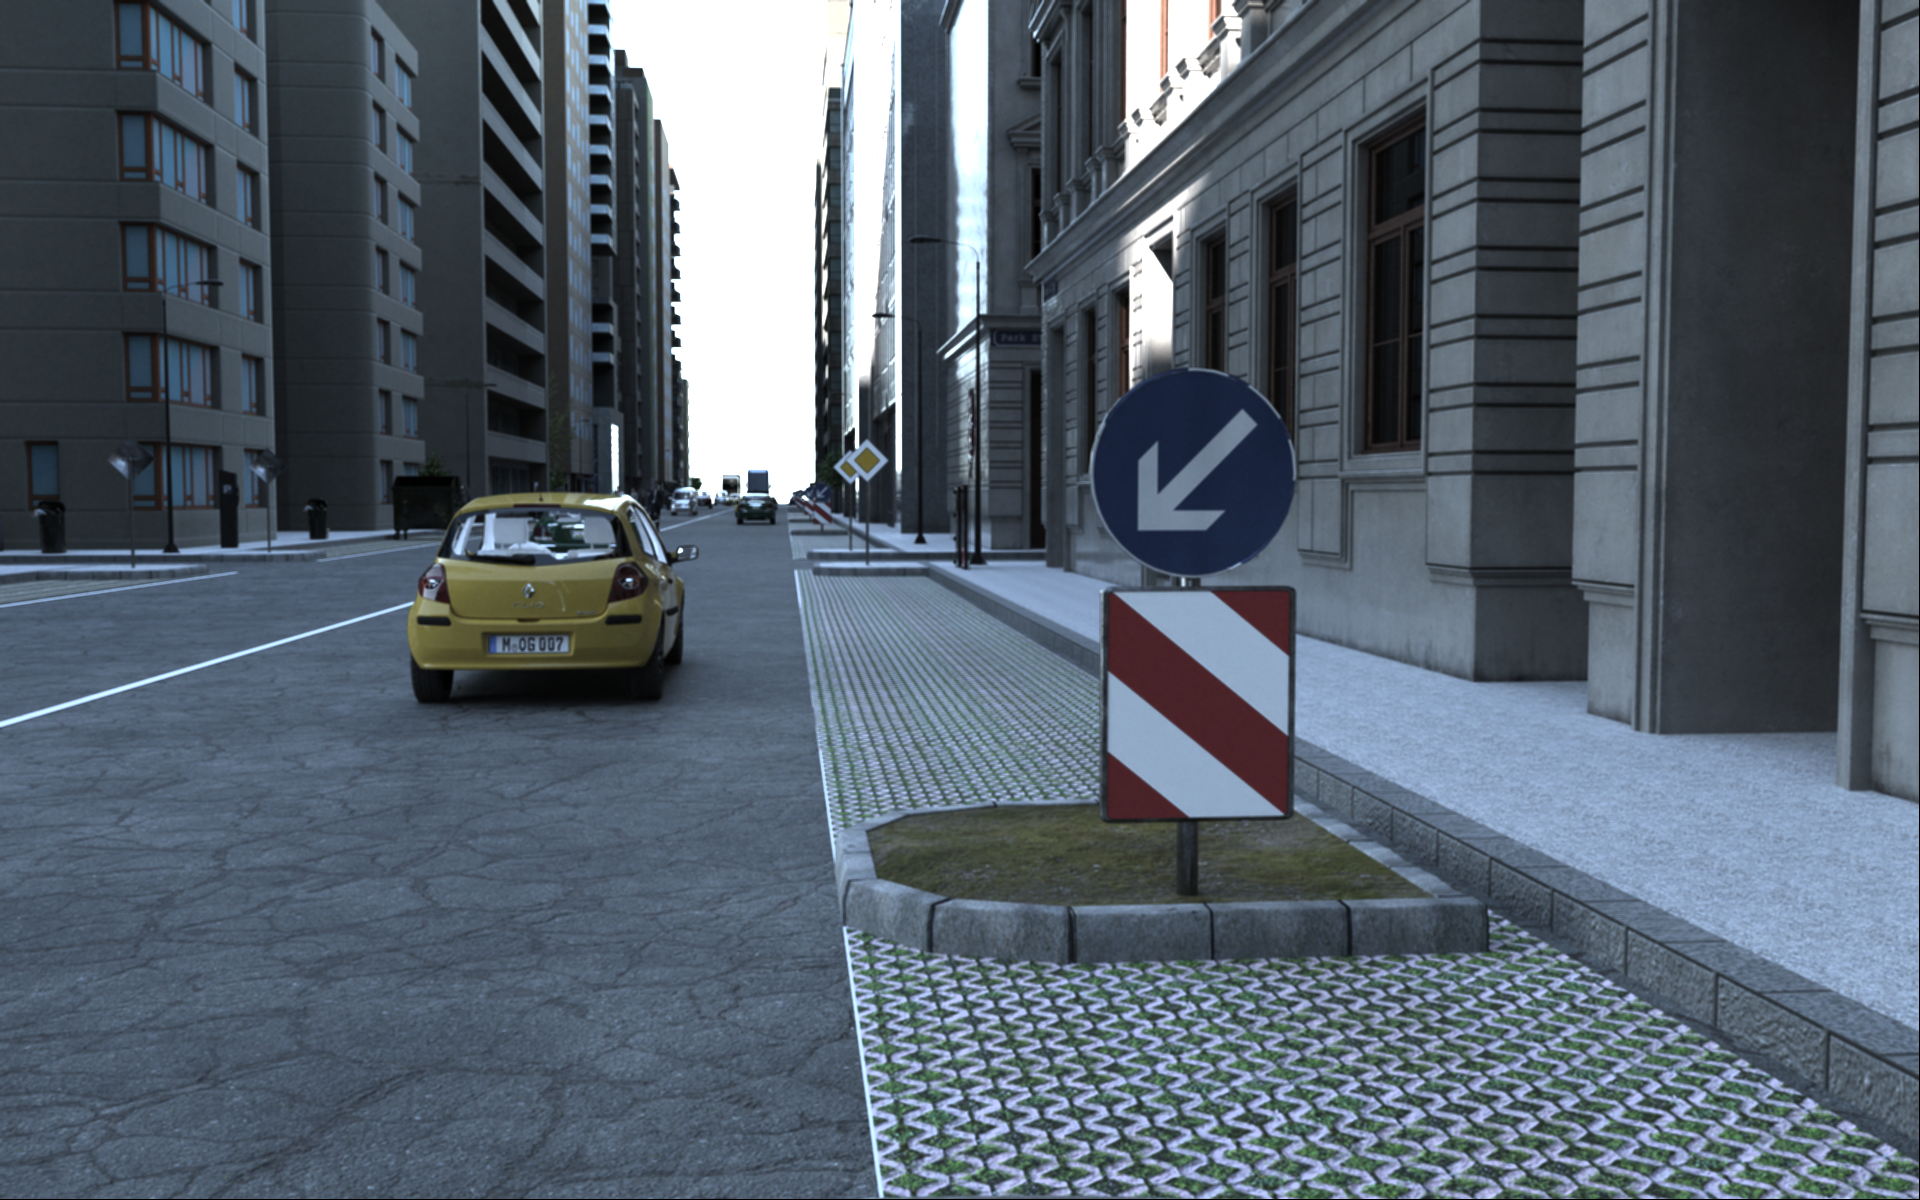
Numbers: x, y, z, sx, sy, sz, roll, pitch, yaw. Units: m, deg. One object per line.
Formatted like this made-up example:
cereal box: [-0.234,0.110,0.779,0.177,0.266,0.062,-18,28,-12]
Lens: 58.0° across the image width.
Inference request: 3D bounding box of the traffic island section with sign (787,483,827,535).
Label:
traffic island section with sign: [-4.940,-3.175,60.535,1.989,1.847,2.006,0,4,-6]

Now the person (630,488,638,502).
person: [-19.881,-5.925,105.477,0.635,1.810,0.391,2,4,28]

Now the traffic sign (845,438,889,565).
traffic sign: [-1.677,-1.691,31.283,0.795,2.450,0.064,0,4,-6]

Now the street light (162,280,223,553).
street light: [-16.662,-3.981,37.635,1.470,5.913,1.316,0,4,-6]

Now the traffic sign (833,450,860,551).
traffic sign: [-2.481,-2.176,39.228,0.795,2.450,0.064,0,4,-6]

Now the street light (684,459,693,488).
street light: [-36.308,-15.852,231.728,1.470,5.913,1.316,0,4,-6]

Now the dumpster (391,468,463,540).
dumpster: [-16.624,-3.003,54.054,1.985,2.255,1.502,0,4,-4]

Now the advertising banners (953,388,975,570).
advertising banners: [0.075,-2.042,29.580,0.090,3.025,2.074,-1,4,-8]

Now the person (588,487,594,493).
person: [-17.814,-4.534,83.226,0.643,1.750,0.593,0,4,4]

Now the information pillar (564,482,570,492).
information pillar: [-24.751,-6.398,109.091,0.304,2.012,0.304,0,4,1]

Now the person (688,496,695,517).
person: [-16.825,-5.865,108.667,0.640,1.303,0.475,2,4,34]

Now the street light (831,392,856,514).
street light: [-5.176,-6.526,79.246,1.470,5.913,1.316,0,4,-6]

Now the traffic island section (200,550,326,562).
traffic island section: [-15.185,-0.963,38.028,2.009,0.180,2.903,0,4,-6]

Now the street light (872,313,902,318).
street light: [-1.564,-4.407,44.600,1.470,5.913,1.316,0,4,-6]

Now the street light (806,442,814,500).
street light: [-12.836,-11.156,154.937,1.470,5.913,1.316,0,4,-6]

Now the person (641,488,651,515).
person: [-21.154,-6.695,118.050,1.350,1.814,0.705,1,4,13]

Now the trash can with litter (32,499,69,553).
trash can with litter: [-19.711,-1.601,37.564,0.624,1.170,1.055,-1,4,-21]

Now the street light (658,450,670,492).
street light: [-31.368,-12.899,183.438,1.470,5.913,1.316,0,4,-6]

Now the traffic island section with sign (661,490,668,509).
traffic island section with sign: [-28.001,-9.527,164.398,1.989,1.847,2.006,0,4,-6]

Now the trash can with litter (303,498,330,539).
trash can with litter: [-18.278,-2.315,49.233,0.624,1.170,1.055,-1,4,-13]

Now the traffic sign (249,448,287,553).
traffic sign: [-15.163,-2.099,37.969,0.795,2.450,0.064,0,4,-6]

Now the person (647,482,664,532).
person: [-11.496,-3.526,65.509,0.648,1.900,0.474,-1,4,-14]

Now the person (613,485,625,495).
person: [-15.863,-4.389,80.359,0.679,1.850,0.850,0,4,-7]

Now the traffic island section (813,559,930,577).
traffic island section: [-1.654,-0.555,31.362,2.009,0.180,2.903,0,4,-6]

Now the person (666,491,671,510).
person: [-25.569,-8.738,152.162,0.445,1.727,0.742,0,4,0]

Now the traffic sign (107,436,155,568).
traffic sign: [-14.358,-1.614,30.024,0.795,2.450,0.064,0,4,-6]

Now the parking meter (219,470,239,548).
parking meter: [-17.420,-2.177,41.303,0.399,1.863,0.255,-1,4,-11]

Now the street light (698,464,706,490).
street light: [-39.697,-17.964,266.244,1.470,5.913,1.316,0,4,-6]

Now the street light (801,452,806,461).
street light: [-17.500,-14.055,202.342,1.470,5.913,1.316,0,4,-6]

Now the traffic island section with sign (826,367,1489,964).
traffic island section with sign: [0.555,0.148,6.213,1.989,1.847,2.006,0,4,-6]

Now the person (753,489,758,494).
person: [-17.560,-8.574,148.641,1.348,1.831,0.705,-1,4,-16]

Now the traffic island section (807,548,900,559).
traffic island section: [-2.458,-1.041,39.307,2.009,0.180,2.903,0,4,-6]

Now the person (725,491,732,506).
person: [-28.289,-12.491,212.804,1.350,1.814,0.705,-3,5,-40]

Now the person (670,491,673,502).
person: [-25.650,-8.886,154.574,1.217,1.735,0.721,3,5,40]

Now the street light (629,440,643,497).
street light: [-27.879,-10.788,148.932,1.470,5.913,1.316,0,4,-6]

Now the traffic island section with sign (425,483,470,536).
traffic island section with sign: [-17.459,-3.166,60.397,1.989,1.847,2.006,0,4,-6]

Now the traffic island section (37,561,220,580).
traffic island section: [-14.381,-0.477,30.083,2.009,0.180,2.903,0,4,-6]

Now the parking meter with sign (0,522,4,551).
parking meter with sign: [-22.234,-2.576,38.371,1.738,3.016,0.543,-2,4,-33]

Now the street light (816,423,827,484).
street light: [-8.621,-8.637,113.756,1.470,5.913,1.316,0,4,-6]

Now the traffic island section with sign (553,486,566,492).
traffic island section with sign: [-20.227,-4.832,87.634,1.989,1.847,2.006,0,4,-6]

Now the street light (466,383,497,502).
street light: [-20.111,-6.126,72.702,1.470,5.913,1.316,0,4,-6]

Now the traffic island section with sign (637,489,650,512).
traffic island section with sign: [-25.278,-7.887,137.581,1.989,1.847,2.006,0,4,-6]
